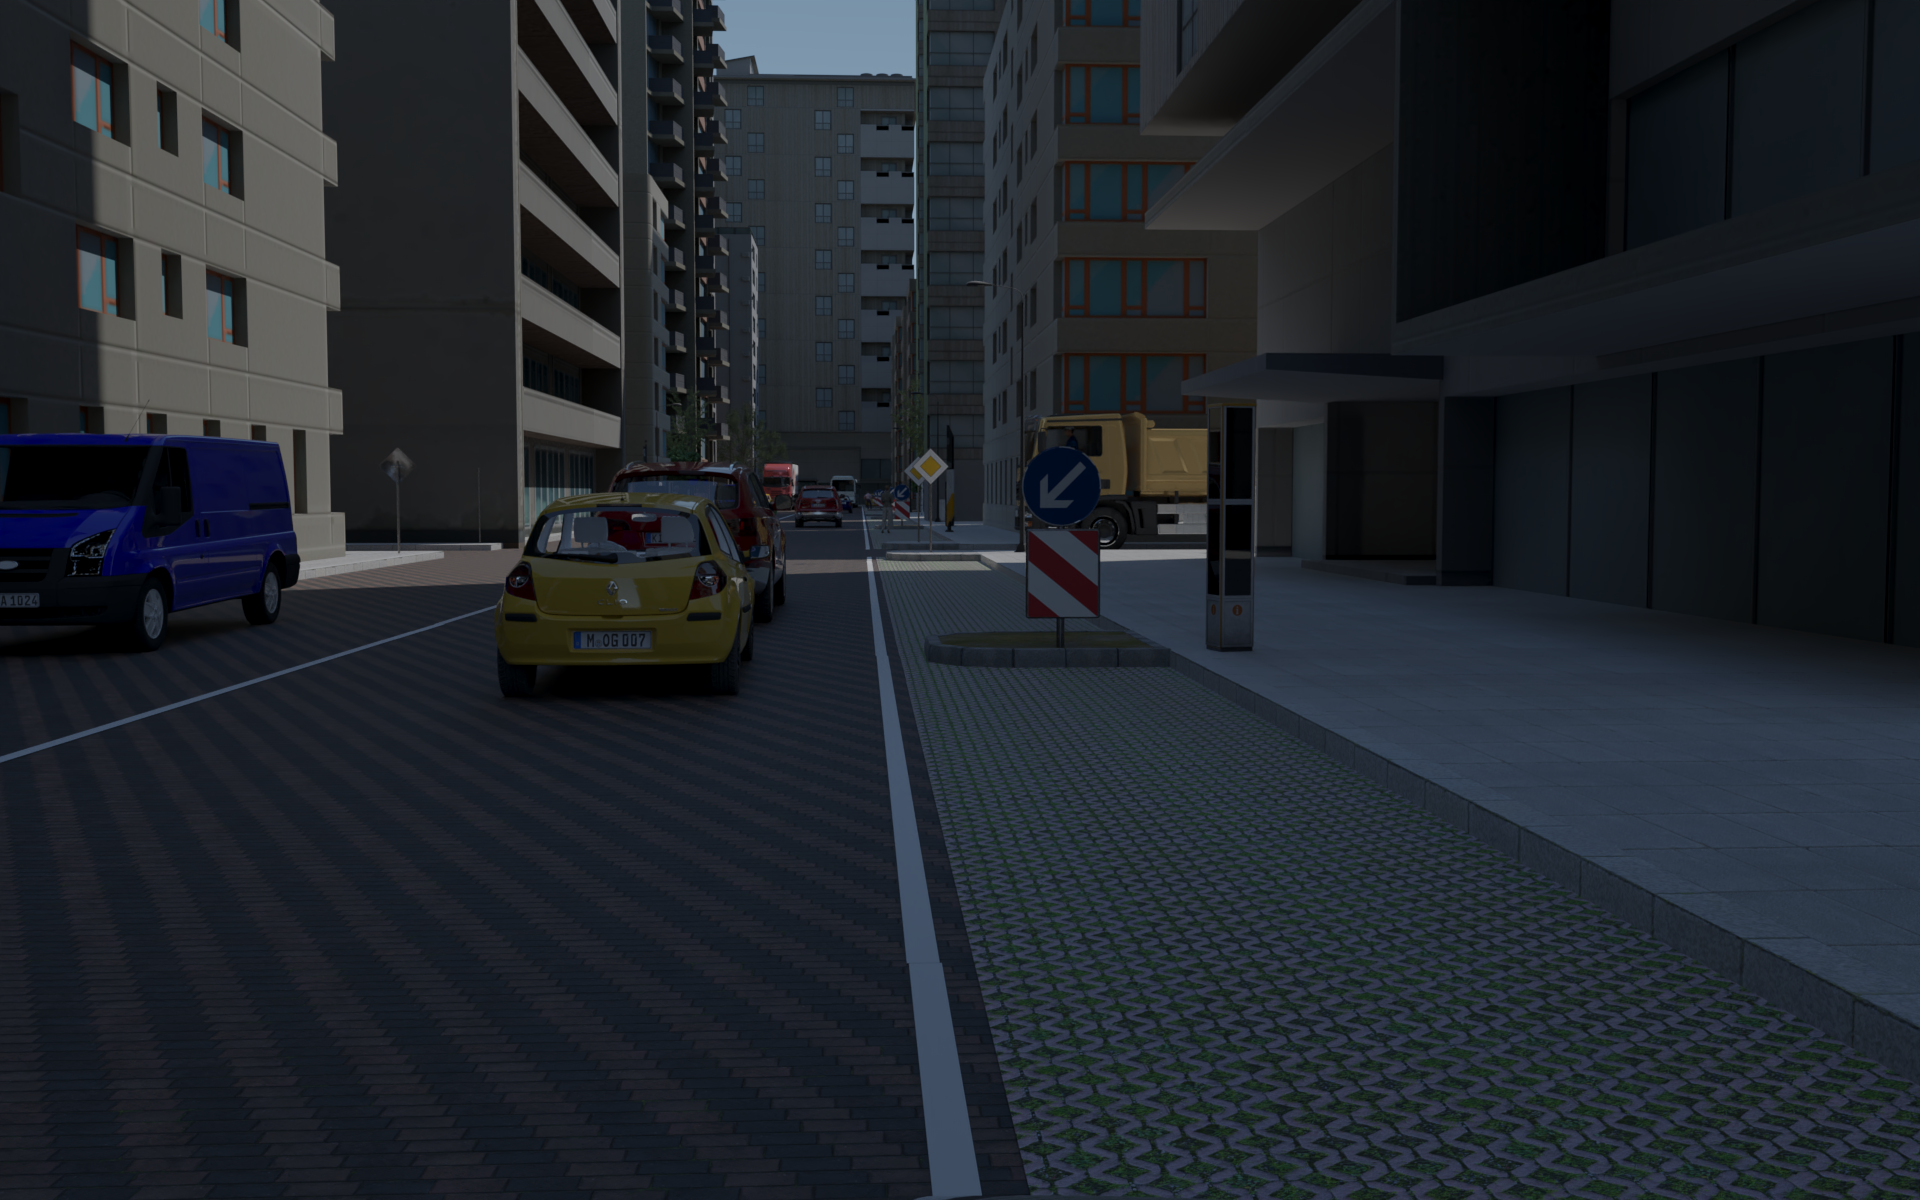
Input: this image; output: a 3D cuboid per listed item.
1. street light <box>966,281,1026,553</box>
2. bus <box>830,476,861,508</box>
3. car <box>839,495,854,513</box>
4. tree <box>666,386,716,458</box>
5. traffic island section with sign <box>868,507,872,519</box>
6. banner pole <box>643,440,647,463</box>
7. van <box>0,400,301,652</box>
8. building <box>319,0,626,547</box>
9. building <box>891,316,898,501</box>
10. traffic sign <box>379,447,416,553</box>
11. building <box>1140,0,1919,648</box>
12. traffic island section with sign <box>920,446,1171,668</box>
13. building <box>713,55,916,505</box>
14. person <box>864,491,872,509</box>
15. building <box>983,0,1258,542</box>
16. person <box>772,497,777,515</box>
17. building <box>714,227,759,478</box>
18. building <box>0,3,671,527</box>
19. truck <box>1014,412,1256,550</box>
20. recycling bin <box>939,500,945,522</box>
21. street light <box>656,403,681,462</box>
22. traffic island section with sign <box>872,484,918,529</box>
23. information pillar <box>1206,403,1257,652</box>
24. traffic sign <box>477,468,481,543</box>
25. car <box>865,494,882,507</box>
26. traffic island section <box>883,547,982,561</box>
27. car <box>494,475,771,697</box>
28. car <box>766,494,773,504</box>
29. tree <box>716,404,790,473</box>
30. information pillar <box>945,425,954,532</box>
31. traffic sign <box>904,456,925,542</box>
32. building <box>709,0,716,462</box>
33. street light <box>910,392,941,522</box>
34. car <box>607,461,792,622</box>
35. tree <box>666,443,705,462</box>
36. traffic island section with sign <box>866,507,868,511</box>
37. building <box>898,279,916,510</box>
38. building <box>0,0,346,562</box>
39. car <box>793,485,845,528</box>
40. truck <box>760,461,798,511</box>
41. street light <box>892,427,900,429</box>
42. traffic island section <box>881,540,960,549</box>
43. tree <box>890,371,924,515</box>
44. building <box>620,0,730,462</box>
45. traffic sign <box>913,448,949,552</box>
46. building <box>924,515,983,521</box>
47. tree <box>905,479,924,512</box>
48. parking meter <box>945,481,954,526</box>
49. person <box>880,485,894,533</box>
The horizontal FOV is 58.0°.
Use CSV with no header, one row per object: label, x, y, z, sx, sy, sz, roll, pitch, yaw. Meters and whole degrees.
street light,0.828,-4.002,37.970,1.470,5.913,1.316,0,4,-3
bus,-12.141,-11.553,183.751,2.948,3.499,13.247,0,4,-1
car,-8.947,-7.175,129.892,1.945,1.354,3.894,0,4,-5
tree,-18.603,-10.196,117.075,4.737,8.622,4.395,0,3,0
traffic island section with sign,-4.032,-5.440,97.574,1.989,1.847,2.006,0,4,-3
banner pole,-14.500,-5.493,79.834,0.401,3.779,0.863,0,4,1
van,-8.394,-0.797,17.418,2.240,2.365,5.245,0,4,-5
building,-22.812,-26.307,53.825,21.300,48.544,21.600,0,4,-3
building,6.764,-20.711,183.662,27.650,21.520,28.899,0,4,-3
traffic sign,-12.121,-2.063,37.367,0.795,2.450,0.064,0,4,-3
building,17.807,-26.491,22.359,28.713,52.752,27.495,0,4,-3
traffic island section with sign,0.696,-0.398,15.137,1.989,1.847,2.006,0,4,-3
building,-16.850,-38.439,217.716,27.495,52.752,28.713,0,4,-3
person,-7.959,-8.653,150.917,0.756,1.711,0.436,1,4,21
building,16.188,-13.130,59.707,28.899,21.520,27.650,0,4,-3
person,-9.177,-4.472,85.865,0.306,1.304,0.590,1,4,10
building,-29.103,-25.503,188.668,14.107,30.474,14.160,0,4,-3
building,-30.209,-14.828,87.469,27.650,21.520,28.899,0,4,-3
truck,5.430,-2.843,42.409,9.791,3.379,3.469,0,4,-5
recycling bin,-0.677,-4.150,80.408,0.722,1.027,0.722,-1,4,-8
street light,-14.972,-7.111,88.799,1.470,5.913,1.316,0,4,-3
traffic island section with sign,-2.486,-3.791,70.612,1.989,1.847,2.006,0,4,-3
information pillar,2.213,-0.592,14.171,0.304,2.012,0.304,-1,4,-16
traffic sign,-12.578,-2.550,45.339,0.795,2.450,0.064,0,4,-3
car,-9.047,-10.467,181.362,2.015,1.641,3.980,0,4,-4
traffic island section,-0.621,-0.966,38.081,2.009,0.180,2.903,0,4,-3
car,-2.529,-0.214,13.727,2.015,1.641,3.980,0,4,-5
car,-15.611,-7.718,136.409,2.015,1.641,3.980,0,4,-4
tree,-21.113,-14.643,173.819,8.767,10.594,7.601,0,4,1
information pillar,-0.331,-4.106,58.494,0.183,3.616,0.504,-1,4,-22
traffic sign,-1.102,-2.589,45.975,0.795,2.450,0.064,0,4,-3
building,-30.819,-43.981,157.340,20.563,71.187,20.611,0,4,-3
street light,-1.541,-6.500,78.822,1.470,5.913,1.316,0,4,-3
car,-3.191,-0.747,20.885,2.281,1.827,5.304,0,4,-3
tree,-17.738,-7.773,110.805,4.285,4.588,4.351,0,3,0
traffic island section with sign,-6.943,-8.549,148.396,1.989,1.847,2.006,0,4,-3
building,8.926,-18.917,154.330,27.650,21.520,28.899,0,4,-3
building,-26.253,-10.720,20.308,28.899,21.520,27.650,0,4,-3
car,-6.165,-4.104,75.767,2.281,1.827,5.304,0,4,-4
truck,-15.678,-9.928,151.232,2.839,4.237,11.283,0,4,-2
street light,-3.997,-9.062,120.701,1.470,5.913,1.316,0,4,-3
traffic island section,-1.078,-1.454,46.053,2.009,0.180,2.903,0,4,-3
tree,-2.061,-9.423,104.421,4.737,8.622,4.395,0,3,0
building,-29.546,-29.287,133.471,22.147,44.769,28.867,0,4,-3
traffic sign,-0.644,-2.102,38.003,0.795,2.450,0.064,0,4,-3
building,5.119,-24.690,87.282,14.154,41.232,14.086,0,4,-3
tree,-2.823,-7.911,123.947,1.663,3.219,1.824,0,3,0
parking meter,-0.411,-3.873,69.037,0.255,1.863,0.399,2,4,24
person,-2.631,-3.317,63.289,0.519,1.759,0.362,1,4,17
